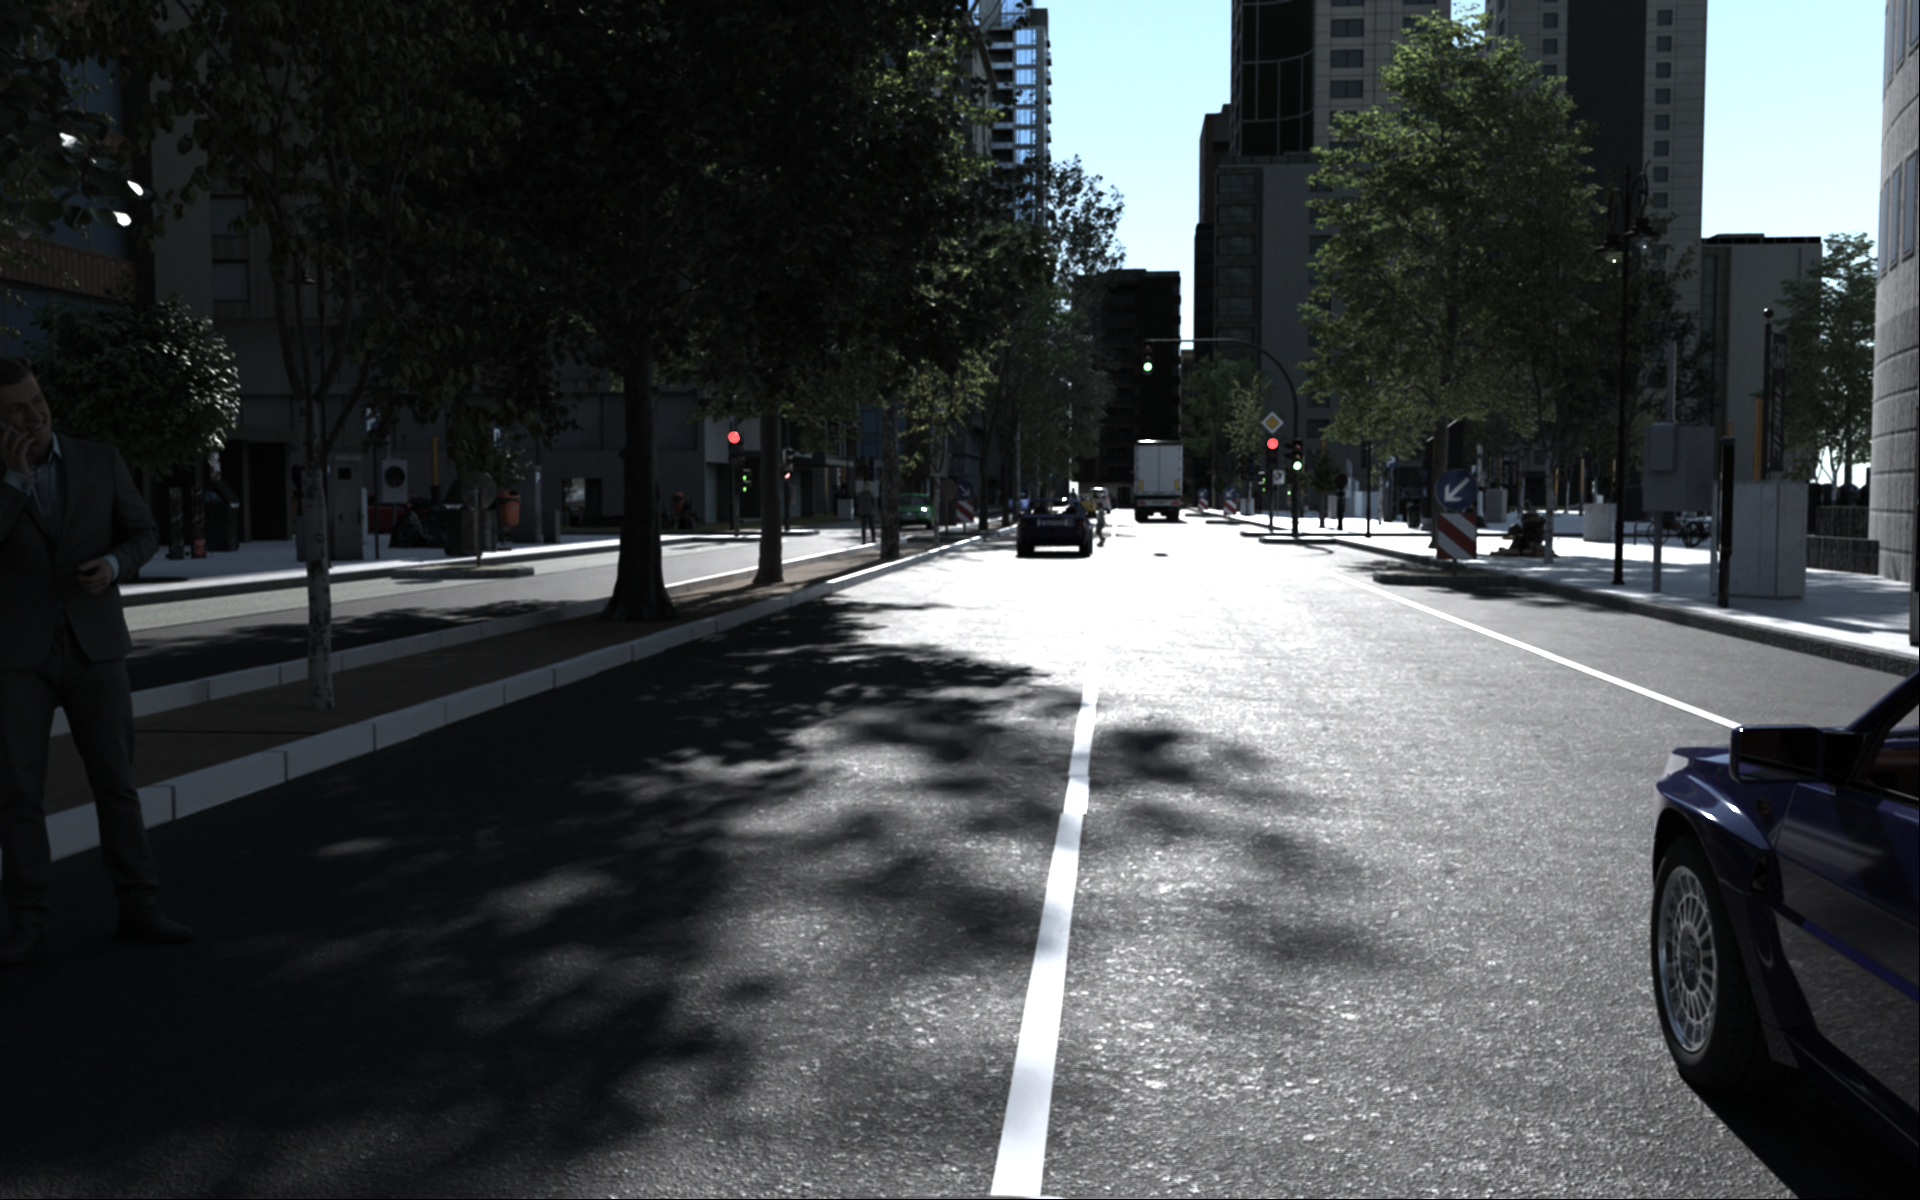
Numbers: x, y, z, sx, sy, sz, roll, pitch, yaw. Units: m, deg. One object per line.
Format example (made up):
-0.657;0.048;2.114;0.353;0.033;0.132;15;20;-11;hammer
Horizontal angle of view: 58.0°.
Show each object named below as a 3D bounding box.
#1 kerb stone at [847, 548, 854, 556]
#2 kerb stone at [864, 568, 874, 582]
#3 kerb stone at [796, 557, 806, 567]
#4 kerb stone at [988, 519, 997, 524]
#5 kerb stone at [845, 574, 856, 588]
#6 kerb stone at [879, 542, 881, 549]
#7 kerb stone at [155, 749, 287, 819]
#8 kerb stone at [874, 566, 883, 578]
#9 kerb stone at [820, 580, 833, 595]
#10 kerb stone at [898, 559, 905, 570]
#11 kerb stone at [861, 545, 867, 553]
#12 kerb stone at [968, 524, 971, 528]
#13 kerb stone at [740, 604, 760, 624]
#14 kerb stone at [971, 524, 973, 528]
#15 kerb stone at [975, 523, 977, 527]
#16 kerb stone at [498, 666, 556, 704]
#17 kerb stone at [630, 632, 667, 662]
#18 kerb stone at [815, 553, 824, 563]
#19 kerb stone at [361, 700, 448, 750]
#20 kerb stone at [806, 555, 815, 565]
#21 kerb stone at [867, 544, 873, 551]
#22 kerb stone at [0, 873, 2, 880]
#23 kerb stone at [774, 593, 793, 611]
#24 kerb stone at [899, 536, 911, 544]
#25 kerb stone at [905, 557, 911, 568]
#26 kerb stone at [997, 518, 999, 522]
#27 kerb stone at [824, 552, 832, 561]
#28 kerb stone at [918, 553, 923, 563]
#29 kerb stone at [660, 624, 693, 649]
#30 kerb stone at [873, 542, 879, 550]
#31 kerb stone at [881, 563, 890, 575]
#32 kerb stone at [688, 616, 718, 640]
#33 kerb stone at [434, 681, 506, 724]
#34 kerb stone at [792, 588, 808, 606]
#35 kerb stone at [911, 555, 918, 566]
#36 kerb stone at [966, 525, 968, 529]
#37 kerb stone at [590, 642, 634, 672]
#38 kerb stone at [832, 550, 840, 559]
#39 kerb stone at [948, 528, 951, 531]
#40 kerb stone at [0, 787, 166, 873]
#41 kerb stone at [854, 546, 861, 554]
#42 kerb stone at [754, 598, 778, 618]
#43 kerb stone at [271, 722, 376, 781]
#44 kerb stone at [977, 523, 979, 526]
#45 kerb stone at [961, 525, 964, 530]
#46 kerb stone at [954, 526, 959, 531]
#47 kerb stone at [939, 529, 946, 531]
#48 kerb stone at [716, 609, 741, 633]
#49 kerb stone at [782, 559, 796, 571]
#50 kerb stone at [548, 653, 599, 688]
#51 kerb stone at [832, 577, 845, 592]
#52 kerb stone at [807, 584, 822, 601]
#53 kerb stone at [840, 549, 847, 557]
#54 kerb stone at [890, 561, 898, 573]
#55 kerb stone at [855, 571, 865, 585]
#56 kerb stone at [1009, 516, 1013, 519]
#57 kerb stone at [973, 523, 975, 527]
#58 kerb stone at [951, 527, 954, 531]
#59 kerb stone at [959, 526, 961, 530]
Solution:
-2.641;-1.088;40.003;0.120;0.150;1.000;0;4;5;kerb stone
-1.588;-0.390;28.576;0.120;0.150;1.000;0;4;5;kerb stone
-3.203;-0.715;33.878;0.120;0.150;1.000;0;4;5;kerb stone
1.637;-3.929;86.458;0.120;0.150;1.000;0;4;5;kerb stone
-1.773;-0.266;26.537;0.120;0.150;1.000;0;4;5;kerb stone
-2.171;-1.401;45.105;0.120;0.150;1.000;0;4;5;kerb stone
-3.466;0.861;8.124;0.120;0.150;1.000;0;4;5;kerb stone
-1.494;-0.447;29.597;0.120;0.150;1.000;0;4;5;kerb stone
-1.973;-0.140;24.491;0.120;0.150;1.000;0;4;5;kerb stone
-1.209;-0.635;32.657;0.120;0.150;1.000;0;4;5;kerb stone
-2.451;-1.214;42.046;0.120;0.150;1.000;0;4;5;kerb stone
0.228;-2.993;71.135;0.120;0.150;1.000;0;4;5;kerb stone
-2.431;0.179;19.388;0.120;0.150;1.000;0;4;5;kerb stone
0.320;-3.056;72.158;0.120;0.150;1.000;0;4;5;kerb stone
0.507;-3.179;74.197;0.120;0.150;1.000;0;4;5;kerb stone
-3.096;0.612;12.236;0.120;0.150;1.000;0;4;5;kerb stone
-2.800;0.424;15.302;0.120;0.150;1.000;0;4;5;kerb stone
-3.017;-0.839;35.913;0.120;0.150;1.000;0;4;5;kerb stone
-3.278;0.735;10.180;0.120;0.150;1.000;0;4;5;kerb stone
-3.120;-0.777;34.896;0.120;0.150;1.000;0;4;5;kerb stone
-2.365;-1.276;43.064;0.120;0.150;1.000;0;4;5;kerb stone
-3.657;0.985;6.089;0.120;0.150;1.000;0;4;5;kerb stone
-2.250;0.046;21.436;0.120;0.150;1.000;0;4;5;kerb stone
-1.619;-1.776;51.227;0.120;0.150;1.000;0;4;5;kerb stone
-1.113;-0.699;33.686;0.120;0.150;1.000;0;4;5;kerb stone
1.724;-3.993;87.481;0.120;0.150;1.000;0;4;5;kerb stone
-2.929;-0.901;36.931;0.120;0.150;1.000;0;4;5;kerb stone
-0.930;-0.827;35.723;0.120;0.150;1.000;0;4;5;kerb stone
-2.720;0.359;16.329;0.120;0.150;1.000;0;4;5;kerb stone
-2.263;-1.339;44.087;0.120;0.150;1.000;0;4;5;kerb stone
-1.400;-0.515;30.614;0.120;0.150;1.000;0;4;5;kerb stone
-2.623;0.297;17.348;0.120;0.150;1.000;0;4;5;kerb stone
-3.190;0.672;11.206;0.120;0.150;1.000;0;4;5;kerb stone
-2.148;-0.014;22.453;0.120;0.150;1.000;0;4;5;kerb stone
-1.016;-0.761;34.703;0.120;0.150;1.000;0;4;5;kerb stone
0.119;-2.930;70.108;0.120;0.150;1.000;0;4;5;kerb stone
-2.911;0.485;14.274;0.120;0.150;1.000;0;4;5;kerb stone
-2.827;-0.962;37.948;0.120;0.150;1.000;0;4;5;kerb stone
-0.535;-2.493;62.953;0.120;0.150;1.000;0;4;5;kerb stone
-3.564;0.925;7.107;0.120;0.150;1.000;0;4;5;kerb stone
-2.549;-1.152;41.027;0.120;0.150;1.000;0;4;5;kerb stone
-2.339;0.109;20.416;0.120;0.150;1.000;0;4;5;kerb stone
-3.374;0.798;9.156;0.120;0.150;1.000;0;4;5;kerb stone
0.597;-3.237;75.221;0.120;0.150;1.000;0;4;5;kerb stone
-0.060;-2.806;68.067;0.120;0.150;1.000;0;4;5;kerb stone
-0.250;-2.680;66.022;0.120;0.150;1.000;0;4;5;kerb stone
-0.619;-2.431;61.935;0.120;0.150;1.000;0;4;5;kerb stone
-2.515;0.234;18.364;0.120;0.150;1.000;0;4;5;kerb stone
-3.303;-0.652;32.858;0.120;0.150;1.000;0;4;5;kerb stone
-2.991;0.547;13.255;0.120;0.150;1.000;0;4;5;kerb stone
-1.874;-0.203;25.512;0.120;0.150;1.000;0;4;5;kerb stone
-2.051;-0.078;23.471;0.120;0.150;1.000;0;4;5;kerb stone
-2.747;-1.027;38.983;0.120;0.150;1.000;0;4;5;kerb stone
-1.306;-0.577;31.637;0.120;0.150;1.000;0;4;5;kerb stone
-1.678;-0.328;27.555;0.120;0.150;1.000;0;4;5;kerb stone
3.139;-4.929;102.778;0.120;0.150;1.000;0;4;5;kerb stone
0.415;-3.116;73.178;0.120;0.150;1.000;0;4;5;kerb stone
-0.437;-2.555;63.971;0.120;0.150;1.000;0;4;5;kerb stone
-0.153;-2.743;67.046;0.120;0.150;1.000;0;4;5;kerb stone
